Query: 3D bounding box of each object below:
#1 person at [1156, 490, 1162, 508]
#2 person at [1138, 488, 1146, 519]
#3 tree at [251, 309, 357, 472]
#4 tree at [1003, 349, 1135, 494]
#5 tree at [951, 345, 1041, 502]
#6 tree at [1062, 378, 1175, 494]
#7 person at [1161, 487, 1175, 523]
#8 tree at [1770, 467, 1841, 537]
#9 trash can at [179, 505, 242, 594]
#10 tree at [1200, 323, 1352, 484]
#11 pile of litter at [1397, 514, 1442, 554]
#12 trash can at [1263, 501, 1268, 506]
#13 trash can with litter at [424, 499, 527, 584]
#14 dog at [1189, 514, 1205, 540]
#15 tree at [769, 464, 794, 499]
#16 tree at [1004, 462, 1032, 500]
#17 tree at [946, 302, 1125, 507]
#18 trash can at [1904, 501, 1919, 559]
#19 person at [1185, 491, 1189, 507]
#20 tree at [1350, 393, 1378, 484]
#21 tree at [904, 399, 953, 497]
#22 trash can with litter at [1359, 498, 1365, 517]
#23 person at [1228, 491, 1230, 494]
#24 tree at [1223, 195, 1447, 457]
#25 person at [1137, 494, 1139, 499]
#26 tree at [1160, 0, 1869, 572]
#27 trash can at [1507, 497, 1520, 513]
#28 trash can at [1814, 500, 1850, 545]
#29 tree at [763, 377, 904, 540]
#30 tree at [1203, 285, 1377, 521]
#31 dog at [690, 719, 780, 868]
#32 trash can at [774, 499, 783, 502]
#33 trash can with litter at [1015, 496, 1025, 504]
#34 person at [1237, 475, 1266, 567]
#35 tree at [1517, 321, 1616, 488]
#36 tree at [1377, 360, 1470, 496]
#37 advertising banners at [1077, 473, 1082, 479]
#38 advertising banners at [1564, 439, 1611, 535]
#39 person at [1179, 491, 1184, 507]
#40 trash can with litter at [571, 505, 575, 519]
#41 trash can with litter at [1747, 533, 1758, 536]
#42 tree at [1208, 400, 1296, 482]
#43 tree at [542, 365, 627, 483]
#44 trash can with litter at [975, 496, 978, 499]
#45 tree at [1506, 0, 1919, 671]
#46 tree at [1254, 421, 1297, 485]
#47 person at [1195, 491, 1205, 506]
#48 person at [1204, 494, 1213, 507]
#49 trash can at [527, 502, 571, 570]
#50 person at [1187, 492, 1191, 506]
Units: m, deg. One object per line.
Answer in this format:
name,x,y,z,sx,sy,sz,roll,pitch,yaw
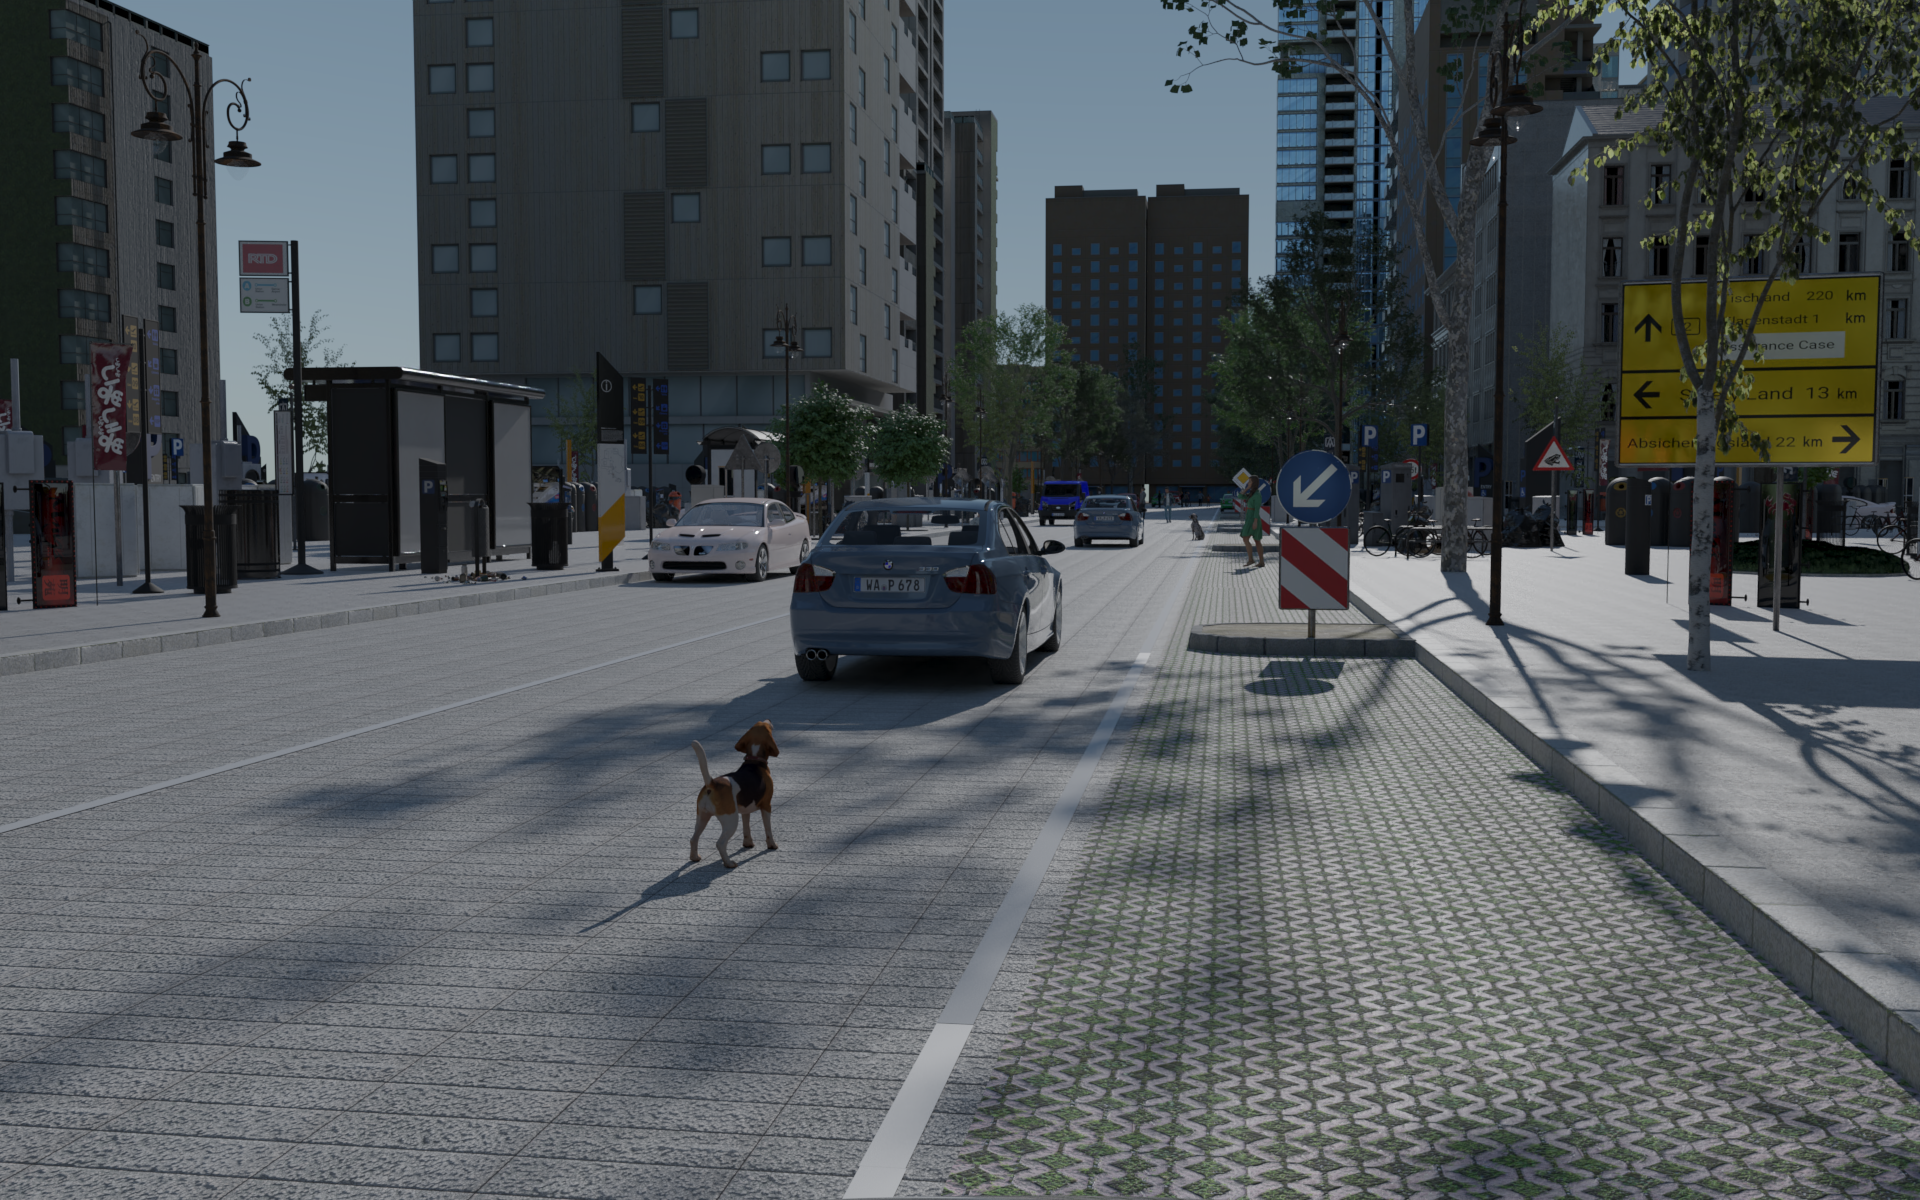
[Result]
person,20.701,-10.487,179.992,0.705,1.821,1.348,-1,4,-16
person,10.401,-5.522,98.969,0.473,1.802,0.592,3,5,42
tree,-25.637,-7.203,68.131,4.737,8.622,4.395,0,3,0
tree,6.434,-10.898,112.596,8.767,10.594,7.601,2,4,24
tree,1.810,-8.219,84.735,4.737,8.622,4.395,0,3,0
tree,15.839,-16.495,180.060,12.009,13.543,11.850,0,3,0
person,10.330,-4.729,86.173,0.623,1.781,0.721,-1,4,-14
tree,22.189,-3.124,45.677,1.663,3.219,1.824,0,3,0
trash can,-9.690,-0.658,22.417,0.748,1.137,0.748,0,3,0
tree,20.931,-12.656,113.573,9.857,13.997,8.962,0,3,0
pile of litter,10.195,-1.451,37.688,1.719,0.858,1.176,-2,4,-30
trash can,19.070,-5.846,107.235,0.748,1.137,0.748,0,3,0
trash can with litter,-7.294,-0.893,25.651,1.678,1.210,2.233,0,4,-4
dog,7.353,-2.260,53.792,0.513,0.831,0.800,1,4,8
tree,-9.794,-6.515,101.128,1.663,3.219,1.824,0,3,0
tree,3.435,-6.547,101.637,1.663,3.219,1.824,0,3,0
tree,2.822,-10.229,93.006,9.928,11.665,9.643,0,3,0
trash can,19.170,-1.394,34.438,0.748,1.137,0.748,0,3,0
person,25.565,-11.379,195.269,0.721,1.735,1.217,2,4,27
tree,29.748,-10.440,121.052,4.737,8.622,4.395,0,3,0
tree,-1.892,-4.670,60.063,4.285,4.588,4.351,0,3,0
trash can with litter,19.627,-4.452,84.178,1.055,1.170,0.624,0,4,4
person,30.674,-11.560,197.520,1.348,1.823,0.705,2,4,28
tree,11.749,-7.343,54.473,7.601,10.594,8.767,1,4,19
person,15.614,-8.573,151.920,0.557,1.426,1.065,-1,4,-9
tree,8.332,-10.621,29.535,12.611,20.169,13.585,0,3,0
trash can,27.830,-4.605,86.947,0.748,1.137,0.748,0,3,0
trash can,20.041,-1.724,39.841,0.748,1.137,0.748,0,3,0
tree,-3.841,-3.974,48.689,4.285,4.588,4.351,0,3,0
tree,17.889,-10.140,91.547,9.928,11.665,9.643,0,3,0
dog,-0.893,0.761,6.851,0.406,0.507,0.540,-1,4,-17
trash can,-5.091,-2.120,46.320,0.748,1.137,0.748,0,3,0
trash can with litter,3.294,-5.403,99.718,1.055,1.170,0.624,-2,4,-27
person,5.725,-1.526,33.692,0.529,1.795,0.600,-1,4,-15
tree,25.221,-7.493,72.865,4.737,8.622,4.395,0,3,0
tree,24.923,-8.733,93.150,4.737,8.622,4.395,0,3,0
advertising banners,9.403,-9.095,144.893,0.090,3.025,2.074,-3,5,-43
advertising banners,19.759,-3.565,54.479,2.074,3.025,0.090,-2,4,-31
person,24.344,-11.077,190.437,0.721,1.723,1.217,-1,4,-17
trash can with litter,-15.731,-3.478,68.250,0.624,1.170,1.055,-3,4,-39
trash can with litter,24.765,-2.553,52.795,1.678,1.210,2.233,2,4,34
tree,29.188,-15.315,167.412,9.611,12.733,9.660,0,3,0
tree,-20.723,-8.915,96.126,4.737,8.622,4.395,0,3,0
trash can with litter,1.067,-8.089,143.639,0.624,1.170,1.055,-3,5,-42
tree,5.619,-3.790,12.326,4.360,8.622,3.978,0,3,0
tree,23.274,-10.940,129.230,4.737,8.622,4.395,0,3,0
person,27.698,-11.702,199.805,1.348,1.826,0.705,3,5,41
person,27.757,-11.111,193.429,1.065,1.426,0.557,0,4,-4
trash can,-6.955,-1.082,29.350,0.748,1.137,0.748,0,3,0
person,26.721,-11.804,202.418,0.530,1.710,0.541,-1,4,-14
